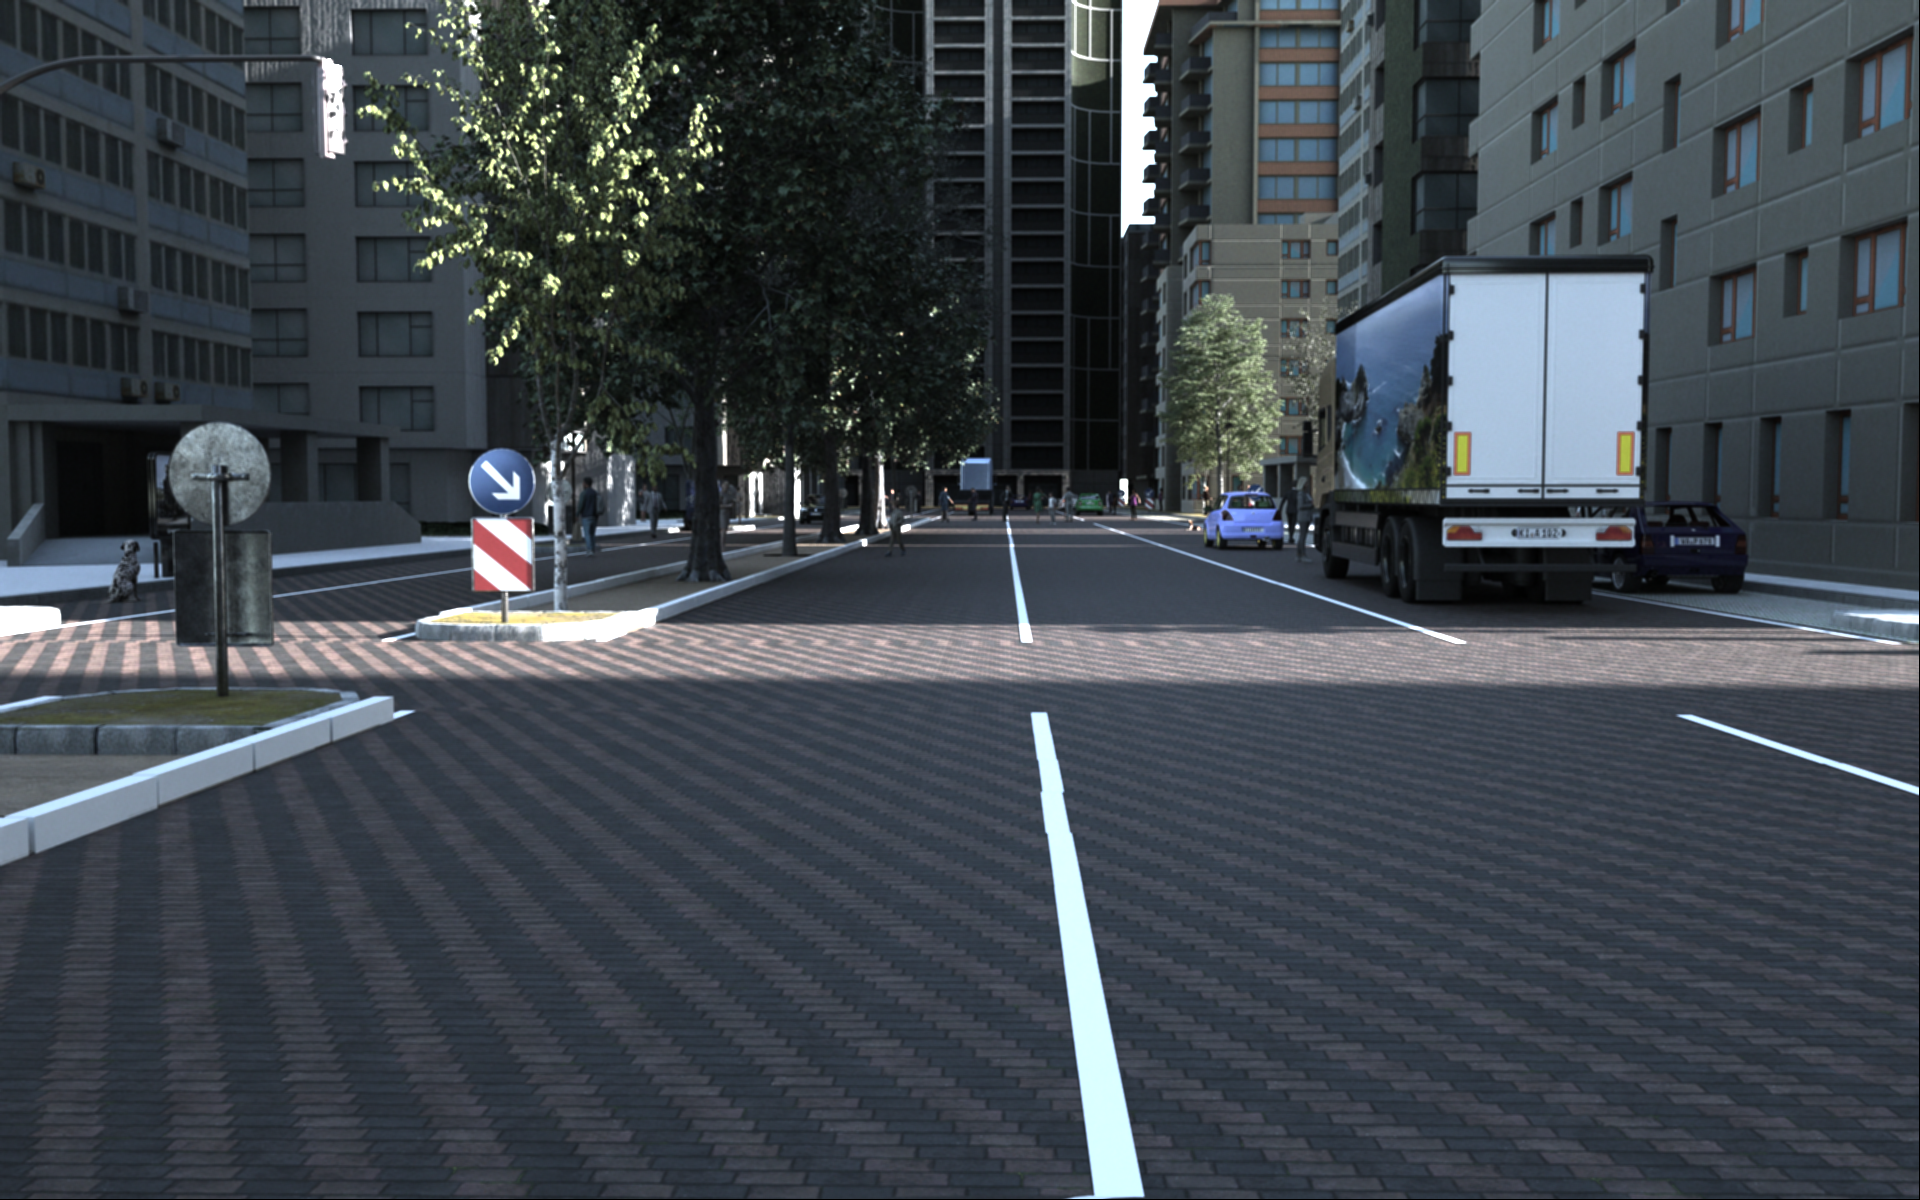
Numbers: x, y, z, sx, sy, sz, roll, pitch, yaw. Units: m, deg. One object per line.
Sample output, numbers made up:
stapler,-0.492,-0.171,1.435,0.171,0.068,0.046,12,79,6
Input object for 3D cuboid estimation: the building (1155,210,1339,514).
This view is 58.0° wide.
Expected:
building,29.329,-17.146,125.372,27.650,21.520,28.899,0,4,1

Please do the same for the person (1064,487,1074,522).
person,5.601,-4.951,89.624,0.511,1.800,0.466,-3,5,-41

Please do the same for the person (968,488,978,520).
person,0.706,-5.255,94.860,0.568,1.767,0.683,-1,4,-21

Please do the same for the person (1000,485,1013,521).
person,2.471,-5.079,90.903,0.648,1.900,0.474,-3,5,-40

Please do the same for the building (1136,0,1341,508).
building,27.566,-30.515,153.544,22.147,44.769,28.867,0,4,1

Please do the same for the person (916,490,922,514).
person,-2.925,-7.104,125.454,0.445,1.727,0.742,-1,4,-10

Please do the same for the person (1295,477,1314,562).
person,7.388,-1.723,36.851,0.526,1.800,0.537,3,5,42

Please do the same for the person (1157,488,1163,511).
person,15.090,-7.584,130.723,0.721,1.739,1.217,0,4,-6

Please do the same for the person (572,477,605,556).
person,-8.564,-1.914,39.787,0.794,1.824,0.713,-2,4,-27

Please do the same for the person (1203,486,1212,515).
person,14.900,-5.979,104.322,0.721,1.766,1.217,-1,4,-13

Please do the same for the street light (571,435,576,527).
street light,-12.119,-4.980,54.206,0.468,5.910,1.993,0,4,1

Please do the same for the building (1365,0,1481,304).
building,19.727,-17.236,53.502,14.160,30.474,14.107,0,4,1

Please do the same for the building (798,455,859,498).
building,-24.897,-32.893,157.411,30.456,49.044,23.786,0,4,1

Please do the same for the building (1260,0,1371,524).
building,30.999,-23.734,79.934,32.217,40.220,23.993,0,4,1

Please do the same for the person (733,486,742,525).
person,-9.666,-4.074,75.451,0.374,1.781,0.599,1,4,12

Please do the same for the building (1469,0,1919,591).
building,27.330,-11.364,30.849,28.899,21.520,27.650,0,4,1

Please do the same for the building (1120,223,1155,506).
building,24.280,-25.191,183.567,14.107,30.474,14.160,0,4,1

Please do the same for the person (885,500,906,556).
person,-1.461,-1.664,39.982,0.475,1.303,0.640,3,4,37

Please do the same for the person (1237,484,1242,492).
person,14.602,-5.088,89.511,0.573,1.790,0.520,1,4,14

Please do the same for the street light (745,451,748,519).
street light,-11.211,-7.218,90.808,0.468,5.910,1.993,0,4,1

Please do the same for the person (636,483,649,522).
person,-14.571,-4.484,79.710,0.716,1.782,0.532,-3,5,-41

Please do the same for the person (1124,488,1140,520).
person,9.491,-5.263,95.237,0.721,1.739,1.217,-3,4,-37

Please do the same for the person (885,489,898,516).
person,-4.391,-6.227,110.834,0.617,1.759,0.750,2,4,28

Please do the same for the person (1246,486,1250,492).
person,16.201,-5.533,97.065,0.434,1.755,0.990,1,4,9

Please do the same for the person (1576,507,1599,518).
person,12.453,-1.697,34.010,0.641,1.798,0.478,-1,4,-23

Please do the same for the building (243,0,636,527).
building,-20.798,-23.319,64.854,14.154,41.232,14.086,0,4,1

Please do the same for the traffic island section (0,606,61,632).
traffic island section,-10.981,0.243,18.303,2.009,0.180,2.903,0,4,1

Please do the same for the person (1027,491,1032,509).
person,6.657,-9.632,166.701,0.721,1.743,1.217,1,4,19

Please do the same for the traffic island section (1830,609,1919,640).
traffic island section,10.354,0.276,17.770,2.009,0.180,2.903,0,4,1

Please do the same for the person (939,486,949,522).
person,-0.793,-4.822,87.360,0.581,1.822,0.654,-1,4,-21

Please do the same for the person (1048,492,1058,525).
person,4.343,-4.280,81.080,0.503,1.515,0.523,1,4,18

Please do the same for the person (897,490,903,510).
person,-5.536,-9.114,157.513,0.705,1.824,1.348,-1,4,-22

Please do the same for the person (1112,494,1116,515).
person,10.822,-6.708,121.438,0.557,1.426,1.065,0,4,-4

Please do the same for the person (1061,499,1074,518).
person,6.480,-5.705,105.040,1.065,1.426,0.557,-3,5,-40

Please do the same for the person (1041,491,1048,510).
person,7.401,-8.973,155.917,1.217,1.736,0.721,2,4,23

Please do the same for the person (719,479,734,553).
person,-5.452,-1.921,40.257,0.374,1.781,0.599,1,4,18

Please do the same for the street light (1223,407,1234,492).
street light,14.220,-7.285,91.894,0.468,5.910,1.993,0,4,1

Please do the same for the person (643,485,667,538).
person,-9.972,-2.920,56.508,0.678,1.792,0.850,-2,4,-28

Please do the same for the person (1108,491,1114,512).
person,11.888,-7.782,136.650,0.541,1.710,0.530,-1,4,-23

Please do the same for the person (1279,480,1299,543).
person,9.791,-2.608,50.913,0.659,1.850,0.755,2,4,33

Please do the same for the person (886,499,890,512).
person,-5.457,-7.651,136.810,0.599,1.433,0.991,3,5,44

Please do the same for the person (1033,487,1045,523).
person,3.828,-4.669,85.080,0.600,1.795,0.529,1,4,23

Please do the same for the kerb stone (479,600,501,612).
kerb stone,-5.522,0.120,20.230,0.120,0.150,1.000,0,4,1

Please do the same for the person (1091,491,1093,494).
person,11.978,-9.038,157.052,1.217,1.735,0.721,0,4,6

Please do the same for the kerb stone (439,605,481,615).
kerb stone,-5.550,0.183,19.208,0.120,0.150,1.000,0,4,1

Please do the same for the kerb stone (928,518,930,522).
kerb stone,-1.746,-4.007,87.799,0.120,0.150,1.000,0,4,1

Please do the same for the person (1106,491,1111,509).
person,14.269,-9.582,165.841,0.551,1.740,0.621,0,4,4

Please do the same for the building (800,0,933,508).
building,-13.899,-45.749,186.245,20.611,71.187,20.563,0,4,1

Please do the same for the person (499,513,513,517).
person,-10.032,-1.804,38.185,0.473,1.802,0.592,-1,4,-16

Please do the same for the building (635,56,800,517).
building,-17.160,-20.107,100.444,14.160,30.474,14.107,0,4,1

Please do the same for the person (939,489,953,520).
person,-0.835,-5.348,95.933,0.705,1.826,1.348,-2,4,-33

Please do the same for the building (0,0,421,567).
building,-30.546,-21.177,38.130,32.217,40.220,23.993,0,4,1

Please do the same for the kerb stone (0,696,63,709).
kerb stone,-5.765,0.717,10.499,0.120,0.150,1.000,0,4,1

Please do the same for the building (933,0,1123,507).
building,6.992,-45.695,185.364,20.611,71.187,20.563,0,4,1
